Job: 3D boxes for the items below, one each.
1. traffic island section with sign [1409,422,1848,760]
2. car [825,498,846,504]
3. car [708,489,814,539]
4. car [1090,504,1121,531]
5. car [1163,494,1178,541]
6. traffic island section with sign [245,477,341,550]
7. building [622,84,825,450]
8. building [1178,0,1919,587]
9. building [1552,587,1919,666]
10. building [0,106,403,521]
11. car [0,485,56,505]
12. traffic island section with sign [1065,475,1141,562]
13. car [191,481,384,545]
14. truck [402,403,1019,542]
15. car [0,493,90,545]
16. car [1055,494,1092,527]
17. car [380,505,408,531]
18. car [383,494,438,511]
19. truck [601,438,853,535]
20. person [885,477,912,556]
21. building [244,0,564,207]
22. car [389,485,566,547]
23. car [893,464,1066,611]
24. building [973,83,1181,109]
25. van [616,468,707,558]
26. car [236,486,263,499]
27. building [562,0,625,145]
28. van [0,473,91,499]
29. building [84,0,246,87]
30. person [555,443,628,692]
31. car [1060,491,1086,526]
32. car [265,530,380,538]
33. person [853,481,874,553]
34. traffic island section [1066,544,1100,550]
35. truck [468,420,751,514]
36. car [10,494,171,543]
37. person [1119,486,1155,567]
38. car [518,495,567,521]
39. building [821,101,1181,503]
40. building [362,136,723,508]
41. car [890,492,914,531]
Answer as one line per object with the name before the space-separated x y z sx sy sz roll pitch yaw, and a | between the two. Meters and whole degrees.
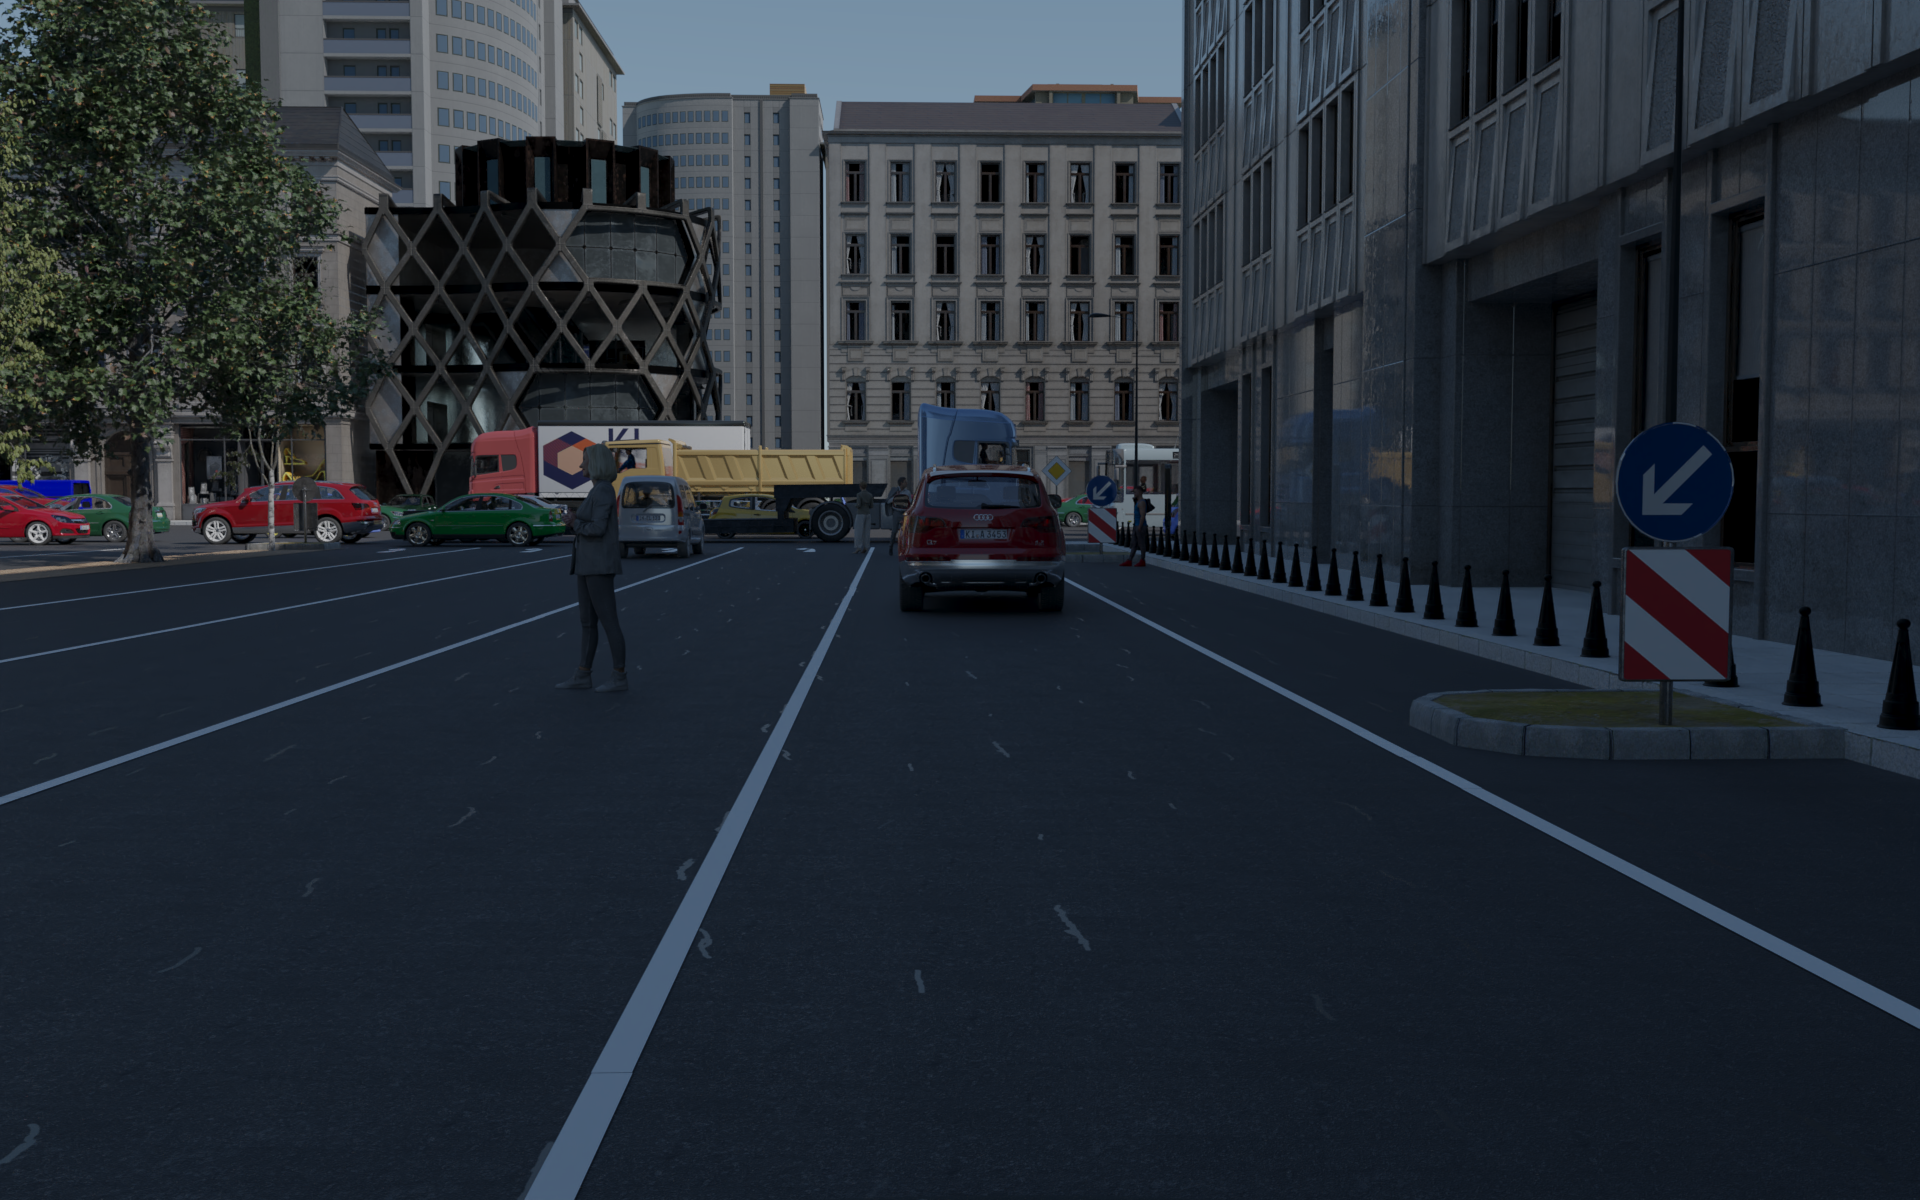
traffic island section with sign | 3.796 -0.102 10.295 1.989 1.847 2.006 0 4 -2
car | -5.321 -3.709 70.240 1.945 1.707 3.694 0 4 -4
car | -6.179 -2.813 56.221 3.980 1.641 2.015 0 4 -3
car | 7.234 -3.376 67.193 4.499 1.417 2.014 0 4 -1
car | 7.844 -2.534 51.021 3.694 1.707 1.945 0 4 -1
traffic island section with sign | -17.246 -2.258 45.061 2.006 1.907 1.989 0 4 -2
building | -33.930 -43.399 251.575 28.212 58.520 21.231 0 4 -2
building | 11.974 -13.224 34.240 12.078 24.808 19.932 0 4 -2
building | 12.688 -12.008 14.357 12.078 24.808 19.932 0 4 -2
building | -49.886 -14.454 87.233 40.483 20.767 10.553 0 4 -2
car | -38.776 -3.795 70.720 5.304 1.827 2.281 0 4 0
traffic island section with sign | 2.853 -1.750 37.234 1.989 1.847 2.006 0 4 -2
car | -19.435 -2.529 50.029 5.304 1.827 2.281 0 3 0
truck | -6.928 -3.801 51.903 18.799 4.110 2.967 0 4 -2
car | -27.031 -2.445 49.013 4.494 1.783 2.155 0 4 -3
car | 6.256 -3.906 75.667 4.920 1.459 2.131 0 4 -1
car | -23.899 -3.431 67.894 4.920 1.459 2.131 0 4 -2
car | -24.060 -4.033 75.718 2.009 1.686 4.222 0 4 -1
truck | -8.758 -4.015 61.575 9.791 3.379 3.469 0 4 -1
person | -1.427 -1.929 40.143 0.679 1.850 0.850 -2 4 -28
building | -48.635 -37.497 155.076 21.231 58.520 28.212 0 4 -2
car | -13.343 -2.390 47.874 4.718 1.807 1.959 0 4 0
car | 0.242 -0.859 22.716 2.281 1.827 5.304 0 4 -1
building | 12.054 -32.693 189.161 22.147 44.769 28.867 0 4 -2
van | -6.932 -2.026 40.140 2.013 2.044 4.112 0 4 -2
car | -28.964 -4.103 75.754 5.304 1.827 2.281 0 3 0
building | -51.981 -36.552 186.857 27.495 52.752 28.713 0 4 -2
van | -40.610 -4.330 75.172 5.245 2.365 2.240 0 4 0
building | -79.482 -36.534 186.574 27.495 52.752 28.713 0 4 -2
person | -2.689 -0.239 12.589 0.526 1.800 0.537 -1 4 -12
car | 6.420 -4.273 78.530 5.304 1.827 2.281 0 4 -2
car | -20.955 -2.886 56.775 3.694 1.707 1.945 0 4 -2
person | -2.359 -2.013 41.954 0.519 1.759 0.362 -3 4 -38
traffic island section | 2.552 -1.421 45.513 2.009 0.180 2.903 0 4 -2
truck | -13.837 -4.784 67.134 11.283 4.237 2.839 0 4 -2
car | -26.408 -2.463 52.076 4.920 1.459 2.131 0 4 -1
person | 3.508 -1.461 34.253 0.662 1.594 0.647 -1 4 -12
car | -16.756 -3.188 64.119 4.499 1.417 2.014 0 4 -2
building | 2.381 -14.601 87.872 18.267 20.994 9.793 0 4 -2
building | -20.880 -13.684 91.181 16.811 18.784 16.820 0 4 -2
car | -0.113 -2.858 55.776 4.494 1.783 2.155 0 4 -1
